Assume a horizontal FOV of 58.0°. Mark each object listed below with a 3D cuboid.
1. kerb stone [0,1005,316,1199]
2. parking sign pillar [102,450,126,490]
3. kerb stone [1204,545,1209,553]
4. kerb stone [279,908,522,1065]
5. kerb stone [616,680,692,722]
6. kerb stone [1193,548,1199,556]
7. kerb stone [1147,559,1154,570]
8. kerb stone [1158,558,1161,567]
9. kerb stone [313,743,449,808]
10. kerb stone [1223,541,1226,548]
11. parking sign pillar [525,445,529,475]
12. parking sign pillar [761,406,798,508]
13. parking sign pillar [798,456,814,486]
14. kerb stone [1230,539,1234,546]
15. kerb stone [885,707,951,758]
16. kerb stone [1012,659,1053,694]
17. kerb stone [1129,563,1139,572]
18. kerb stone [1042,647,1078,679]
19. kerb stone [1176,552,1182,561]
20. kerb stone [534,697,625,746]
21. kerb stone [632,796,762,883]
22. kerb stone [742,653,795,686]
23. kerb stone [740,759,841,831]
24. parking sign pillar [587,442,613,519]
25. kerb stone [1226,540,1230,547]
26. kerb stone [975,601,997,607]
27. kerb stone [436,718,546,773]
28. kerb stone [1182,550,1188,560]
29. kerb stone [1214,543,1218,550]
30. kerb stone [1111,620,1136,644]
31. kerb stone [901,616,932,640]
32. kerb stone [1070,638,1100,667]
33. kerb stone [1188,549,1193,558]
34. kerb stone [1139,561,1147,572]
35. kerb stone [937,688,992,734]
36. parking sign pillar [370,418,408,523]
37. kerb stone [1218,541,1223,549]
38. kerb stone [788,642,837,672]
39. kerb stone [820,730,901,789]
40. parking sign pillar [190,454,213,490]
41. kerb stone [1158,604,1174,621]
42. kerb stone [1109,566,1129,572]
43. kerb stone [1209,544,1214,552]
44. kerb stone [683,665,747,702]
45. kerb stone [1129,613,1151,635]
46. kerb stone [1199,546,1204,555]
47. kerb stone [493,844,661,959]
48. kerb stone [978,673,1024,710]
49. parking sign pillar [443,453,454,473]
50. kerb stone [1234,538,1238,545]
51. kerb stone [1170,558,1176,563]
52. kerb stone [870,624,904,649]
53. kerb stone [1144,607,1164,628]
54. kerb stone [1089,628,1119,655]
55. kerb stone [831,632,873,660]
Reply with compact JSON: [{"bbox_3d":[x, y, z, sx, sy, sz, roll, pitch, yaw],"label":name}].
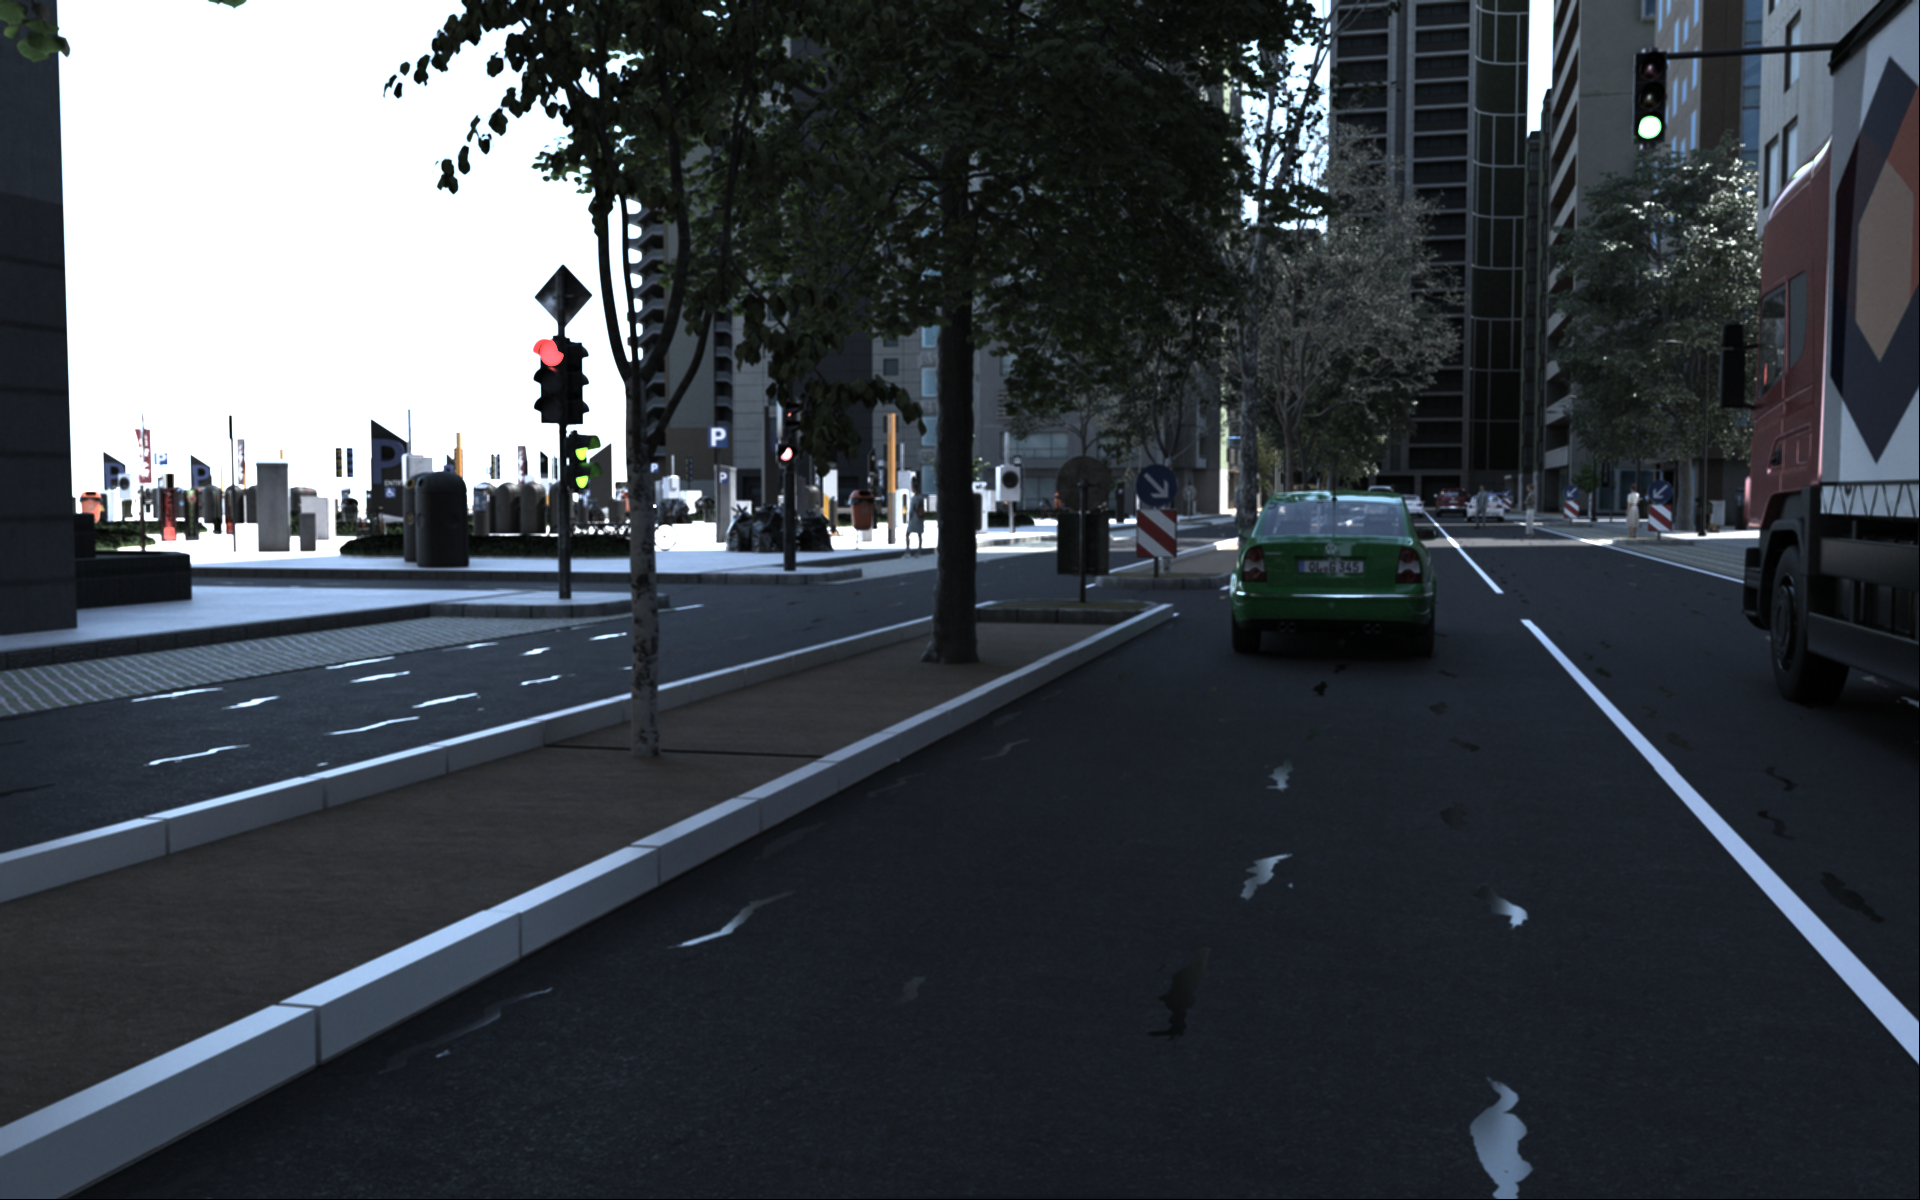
[{"bbox_3d":[-1.791,1.122,3.852,0.120,0.150,1.000,1,4,14],"label":"kerb stone"},{"bbox_3d":[-52.004,-7.227,106.629,1.447,3.967,1.447,-2,4,-33],"label":"parking sign pillar"},{"bbox_3d":[5.809,-1.188,41.617,0.120,0.150,1.000,1,4,14],"label":"kerb stone"},{"bbox_3d":[-1.535,1.061,4.841,0.120,0.150,1.000,1,4,14],"label":"kerb stone"},{"bbox_3d":[-2.027,0.665,11.317,0.120,0.150,1.000,1,4,14],"label":"kerb stone"},{"bbox_3d":[5.289,-1.066,39.631,0.120,0.150,1.000,1,4,14],"label":"kerb stone"},{"bbox_3d":[3.496,-0.642,32.684,0.120,0.150,1.000,1,4,14],"label":"kerb stone"},{"bbox_3d":[3.750,-0.702,33.675,0.120,0.150,1.000,1,4,14],"label":"kerb stone"},{"bbox_3d":[-2.799,0.849,8.344,0.120,0.150,1.000,1,4,14],"label":"kerb stone"},{"bbox_3d":[6.834,-1.431,45.591,0.120,0.150,1.000,1,4,14],"label":"kerb stone"},{"bbox_3d":[-23.932,-6.518,95.039,1.447,3.967,1.447,-1,4,-18],"label":"parking sign pillar"},{"bbox_3d":[-5.921,-4.001,53.888,1.447,3.967,1.447,-1,4,-11],"label":"parking sign pillar"},{"bbox_3d":[-9.443,-7.276,107.430,1.447,3.967,1.447,-1,4,-10],"label":"parking sign pillar"},{"bbox_3d":[7.346,-1.552,47.578,0.120,0.150,1.000,1,4,14],"label":"kerb stone"},{"bbox_3d":[-0.254,0.758,9.803,0.120,0.150,1.000,1,4,14],"label":"kerb stone"},{"bbox_3d":[0.511,0.580,12.776,0.120,0.150,1.000,1,4,14],"label":"kerb stone"},{"bbox_3d":[2.987,-0.518,30.693,0.120,0.150,1.000,1,4,14],"label":"kerb stone"},{"bbox_3d":[0.766,0.516,13.766,0.120,0.150,1.000,1,4,14],"label":"kerb stone"},{"bbox_3d":[4.526,-0.885,36.660,0.120,0.150,1.000,1,4,14],"label":"kerb stone"},{"bbox_3d":[-2.286,0.726,10.327,0.120,0.150,1.000,1,4,14],"label":"kerb stone"},{"bbox_3d":[-1.028,0.943,6.828,0.120,0.150,1.000,1,4,14],"label":"kerb stone"},{"bbox_3d":[-1.514,0.546,13.307,0.120,0.150,1.000,1,4,14],"label":"kerb stone"},{"bbox_3d":[-0.767,0.882,7.819,0.120,0.150,1.000,1,4,14],"label":"kerb stone"},{"bbox_3d":[-18.541,-6.154,89.097,1.447,3.967,1.447,-3,5,-39],"label":"parking sign pillar"},{"bbox_3d":[7.091,-1.492,46.583,0.120,0.150,1.000,1,4,14],"label":"kerb stone"},{"bbox_3d":[0.285,0.122,20.262,0.120,0.150,1.000,1,4,14],"label":"kerb stone"},{"bbox_3d":[-2.541,0.788,9.334,0.120,0.150,1.000,1,4,14],"label":"kerb stone"},{"bbox_3d":[4.779,-0.945,37.651,0.120,0.150,1.000,1,4,14],"label":"kerb stone"},{"bbox_3d":[6.318,-1.310,43.612,0.120,0.150,1.000,1,4,14],"label":"kerb stone"},{"bbox_3d":[1.536,0.334,16.739,0.120,0.150,1.000,1,4,14],"label":"kerb stone"},{"bbox_3d":[-0.489,0.300,17.285,0.120,0.150,1.000,1,4,14],"label":"kerb stone"},{"bbox_3d":[1.026,0.459,14.755,0.120,0.150,1.000,1,4,14],"label":"kerb stone"},{"bbox_3d":[5.024,-1.006,38.643,0.120,0.150,1.000,1,4,14],"label":"kerb stone"},{"bbox_3d":[3.243,-0.580,31.684,0.120,0.150,1.000,1,4,14],"label":"kerb stone"},{"bbox_3d":[0.006,0.697,10.792,0.120,0.150,1.000,1,4,14],"label":"kerb stone"},{"bbox_3d":[-20.101,-4.442,61.095,1.447,3.967,1.447,-1,4,-14],"label":"parking sign pillar"},{"bbox_3d":[6.584,-1.370,44.599,0.120,0.150,1.000,1,4,14],"label":"kerb stone"},{"bbox_3d":[-1.257,0.483,14.302,0.120,0.150,1.000,1,4,14],"label":"kerb stone"},{"bbox_3d":[-0.511,0.819,8.814,0.120,0.150,1.000,1,4,14],"label":"kerb stone"},{"bbox_3d":[-50.324,-7.733,114.912,1.447,3.967,1.447,-3,4,-38],"label":"parking sign pillar"},{"bbox_3d":[2.308,0.153,19.715,0.120,0.150,1.000,1,4,14],"label":"kerb stone"},{"bbox_3d":[2.724,-0.459,29.705,0.120,0.150,1.000,1,4,14],"label":"kerb stone"},{"bbox_3d":[6.063,-1.249,42.612,0.120,0.150,1.000,1,4,14],"label":"kerb stone"},{"bbox_3d":[-1.775,0.607,12.319,0.120,0.150,1.000,1,4,14],"label":"kerb stone"},{"bbox_3d":[1.794,0.273,17.731,0.120,0.150,1.000,1,4,14],"label":"kerb stone"},{"bbox_3d":[5.545,-1.126,40.621,0.120,0.150,1.000,1,4,14],"label":"kerb stone"},{"bbox_3d":[-1.282,1.006,5.832,0.120,0.150,1.000,1,4,14],"label":"kerb stone"},{"bbox_3d":[0.254,0.638,11.784,0.120,0.150,1.000,1,4,14],"label":"kerb stone"},{"bbox_3d":[-33.297,-7.646,113.489,1.447,3.967,1.447,2,4,35],"label":"parking sign pillar"},{"bbox_3d":[7.604,-1.613,48.568,0.120,0.150,1.000,1,4,14],"label":"kerb stone"},{"bbox_3d":[4.268,-0.822,35.661,0.120,0.150,1.000,1,4,14],"label":"kerb stone"},{"bbox_3d":[-0.747,0.361,16.296,0.120,0.150,1.000,1,4,14],"label":"kerb stone"},{"bbox_3d":[2.047,0.212,18.721,0.120,0.150,1.000,1,4,14],"label":"kerb stone"},{"bbox_3d":[1.283,0.395,15.744,0.120,0.150,1.000,1,4,14],"label":"kerb stone"},{"bbox_3d":[-1.001,0.422,15.298,0.120,0.150,1.000,1,4,14],"label":"kerb stone"}]
